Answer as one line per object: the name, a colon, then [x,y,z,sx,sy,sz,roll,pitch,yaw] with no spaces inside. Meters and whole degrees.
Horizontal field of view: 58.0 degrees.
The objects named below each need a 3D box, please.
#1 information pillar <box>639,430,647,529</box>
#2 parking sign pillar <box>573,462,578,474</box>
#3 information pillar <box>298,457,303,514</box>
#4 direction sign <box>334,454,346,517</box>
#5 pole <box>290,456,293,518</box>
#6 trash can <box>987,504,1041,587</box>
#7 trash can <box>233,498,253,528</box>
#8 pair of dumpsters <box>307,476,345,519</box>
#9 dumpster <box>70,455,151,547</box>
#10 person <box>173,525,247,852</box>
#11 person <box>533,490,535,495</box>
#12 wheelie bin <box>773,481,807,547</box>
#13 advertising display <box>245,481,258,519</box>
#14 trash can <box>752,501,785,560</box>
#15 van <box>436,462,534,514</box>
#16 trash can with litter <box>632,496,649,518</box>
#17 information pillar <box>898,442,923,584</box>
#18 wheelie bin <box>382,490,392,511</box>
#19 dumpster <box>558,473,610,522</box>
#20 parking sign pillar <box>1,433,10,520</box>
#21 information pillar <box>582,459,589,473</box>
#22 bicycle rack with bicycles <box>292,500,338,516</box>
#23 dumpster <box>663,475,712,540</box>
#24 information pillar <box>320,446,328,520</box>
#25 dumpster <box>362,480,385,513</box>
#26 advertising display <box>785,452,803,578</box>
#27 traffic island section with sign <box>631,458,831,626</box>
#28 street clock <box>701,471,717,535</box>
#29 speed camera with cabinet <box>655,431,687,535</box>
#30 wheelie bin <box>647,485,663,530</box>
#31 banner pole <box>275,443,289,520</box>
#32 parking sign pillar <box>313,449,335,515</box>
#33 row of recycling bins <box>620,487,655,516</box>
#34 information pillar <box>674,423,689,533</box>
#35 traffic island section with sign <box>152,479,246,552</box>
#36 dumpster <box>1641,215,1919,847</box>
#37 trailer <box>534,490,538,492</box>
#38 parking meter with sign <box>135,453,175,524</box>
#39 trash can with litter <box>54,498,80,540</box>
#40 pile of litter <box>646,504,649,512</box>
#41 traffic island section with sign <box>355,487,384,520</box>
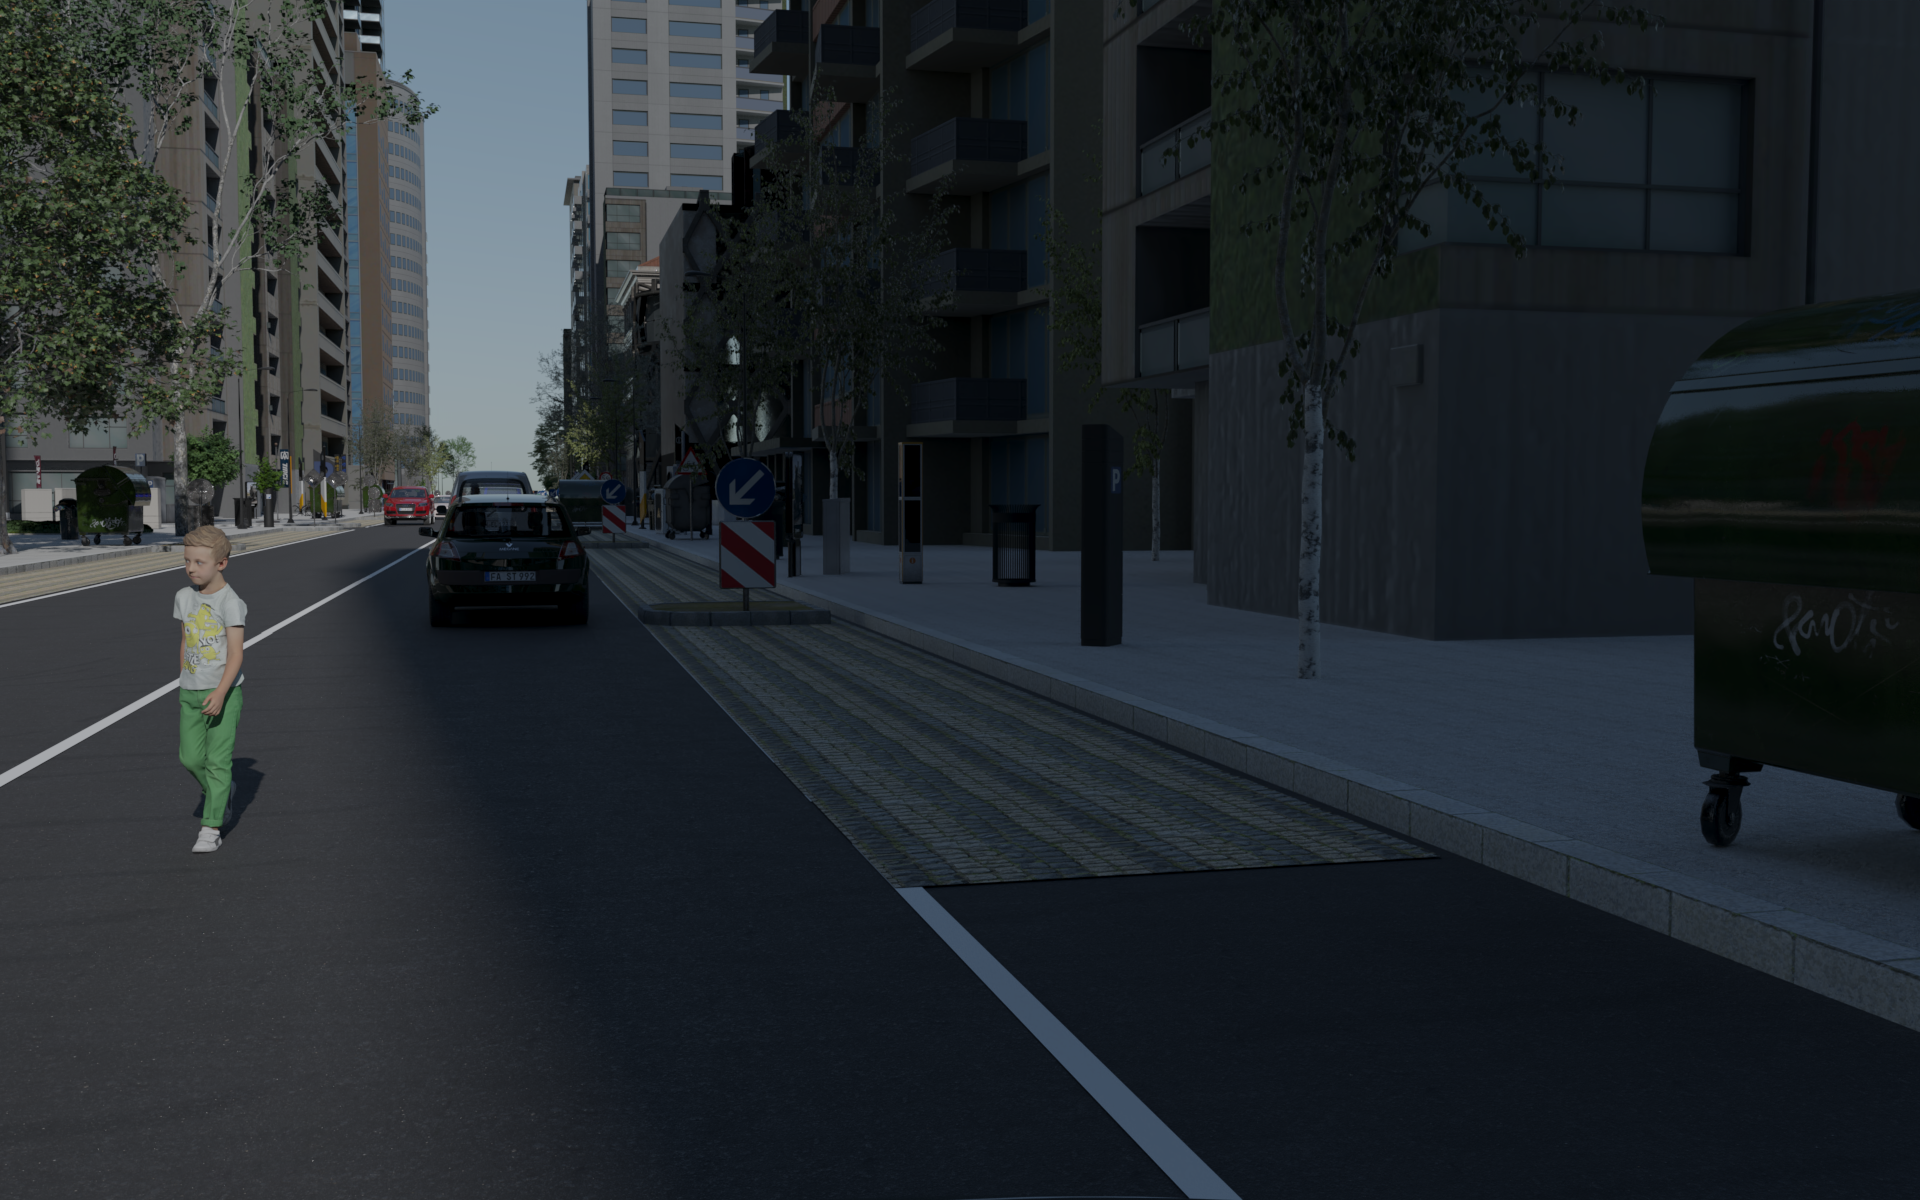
information pillar: [-11.615,-4.407,63.413,0.183,3.616,0.504,-2,4,-29]
parking sign pillar: [-32.787,-9.736,147.657,1.447,3.967,1.447,-1,4,-13]
information pillar: [-41.530,-7.203,109.119,0.183,3.616,0.504,-3,5,-39]
direction sign: [-35.252,-6.521,98.614,0.876,3.537,0.379,2,4,27]
pole: [-36.143,-6.093,93.458,0.158,3.312,0.155,0,3,0]
trash can: [0.752,-0.761,24.091,0.748,1.137,0.748,0,3,0]
trash can: [-27.123,-3.295,65.528,0.748,1.137,0.748,0,3,0]
pair of dumpsters: [-33.389,-5.424,91.182,1.574,2.255,4.437,-1,4,-14]
dumpster: [-21.157,-2.488,43.171,1.502,2.255,1.985,-1,4,-14]
person: [-3.075,0.344,7.131,0.306,1.304,0.590,0,4,-8]
person: [-45.249,-10.716,183.699,0.705,1.826,1.348,2,4,26]
wheelie bin: [-4.200,-2.087,42.030,0.980,1.594,0.693,0,4,1]
advertising display: [-36.370,-5.118,88.894,0.123,1.923,0.974,1,4,8]
trash can: [-3.772,-1.364,33.952,0.748,1.137,0.748,0,3,0]
van: [-8.697,-1.540,32.197,2.013,2.044,4.112,-1,4,-16]
trash can with litter: [-17.179,-5.025,93.551,0.624,1.170,1.055,1,4,19]
information pillar: [-0.704,-1.237,24.722,0.304,2.012,0.304,-1,4,-12]
wheelie bin: [-43.366,-7.553,131.396,0.980,1.594,0.693,-2,4,-27]
dumpster: [-14.672,-3.835,67.652,1.985,2.255,1.502,-1,4,-13]
parking sign pillar: [-42.942,-5.400,76.759,1.447,3.967,1.447,-1,4,-16]
information pillar: [-25.063,-7.631,116.113,0.504,3.616,0.183,1,4,20]
bicycle rack with bicycles: [-37.429,-5.343,100.734,2.925,0.926,2.852,-2,4,-26]
dumpster: [-7.740,-2.661,49.262,1.264,1.857,1.865,-1,4,-14]
information pillar: [-31.358,-5.747,85.323,0.183,3.616,0.504,-3,5,-41]
dumpster: [-40.864,-7.220,120.542,1.502,2.255,1.985,-1,4,-14]
advertising display: [-2.582,-1.332,26.994,0.123,1.923,0.974,0,4,4]
traffic island section with sign: [-2.620,-0.672,19.615,1.989,1.847,2.006,-1,4,-14]
street clock: [-7.872,-3.040,54.271,0.471,2.002,0.358,0,4,2]
speed camera with cabinet: [-9.150,-3.708,54.960,0.660,3.252,2.038,-2,4,-26]
wheelie bin: [-10.740,-3.287,61.645,0.693,1.594,0.980,-2,4,-32]
banner pole: [-33.211,-5.799,84.836,0.863,3.779,0.401,-2,4,-25]
parking sign pillar: [-37.867,-7.024,103.307,1.447,3.967,1.447,-1,4,-15]
row of recycling bins: [-18.930,-5.731,100.814,3.534,1.692,1.069,-3,4,-37]
information pillar: [-9.207,-4.033,57.289,0.504,3.616,0.183,-1,4,-18]
traffic island section with sign: [-19.148,-2.142,43.648,1.989,1.847,2.006,-1,4,-14]
dumpster: [3.452,-0.191,5.619,1.502,2.255,1.985,-1,4,-14]
trailer: [-67.952,-16.499,276.814,1.471,1.999,3.904,-1,4,-12]
parking meter with sign: [-34.864,-4.828,75.194,0.543,3.016,1.738,1,4,21]
trash can with litter: [-25.132,-2.289,48.815,0.624,1.170,1.055,-1,4,-22]
pile of litter: [-17.507,-5.058,96.665,1.176,0.858,1.719,-3,5,-41]
traffic island section with sign: [-32.597,-5.376,96.531,1.989,1.847,2.006,-1,4,-14]
